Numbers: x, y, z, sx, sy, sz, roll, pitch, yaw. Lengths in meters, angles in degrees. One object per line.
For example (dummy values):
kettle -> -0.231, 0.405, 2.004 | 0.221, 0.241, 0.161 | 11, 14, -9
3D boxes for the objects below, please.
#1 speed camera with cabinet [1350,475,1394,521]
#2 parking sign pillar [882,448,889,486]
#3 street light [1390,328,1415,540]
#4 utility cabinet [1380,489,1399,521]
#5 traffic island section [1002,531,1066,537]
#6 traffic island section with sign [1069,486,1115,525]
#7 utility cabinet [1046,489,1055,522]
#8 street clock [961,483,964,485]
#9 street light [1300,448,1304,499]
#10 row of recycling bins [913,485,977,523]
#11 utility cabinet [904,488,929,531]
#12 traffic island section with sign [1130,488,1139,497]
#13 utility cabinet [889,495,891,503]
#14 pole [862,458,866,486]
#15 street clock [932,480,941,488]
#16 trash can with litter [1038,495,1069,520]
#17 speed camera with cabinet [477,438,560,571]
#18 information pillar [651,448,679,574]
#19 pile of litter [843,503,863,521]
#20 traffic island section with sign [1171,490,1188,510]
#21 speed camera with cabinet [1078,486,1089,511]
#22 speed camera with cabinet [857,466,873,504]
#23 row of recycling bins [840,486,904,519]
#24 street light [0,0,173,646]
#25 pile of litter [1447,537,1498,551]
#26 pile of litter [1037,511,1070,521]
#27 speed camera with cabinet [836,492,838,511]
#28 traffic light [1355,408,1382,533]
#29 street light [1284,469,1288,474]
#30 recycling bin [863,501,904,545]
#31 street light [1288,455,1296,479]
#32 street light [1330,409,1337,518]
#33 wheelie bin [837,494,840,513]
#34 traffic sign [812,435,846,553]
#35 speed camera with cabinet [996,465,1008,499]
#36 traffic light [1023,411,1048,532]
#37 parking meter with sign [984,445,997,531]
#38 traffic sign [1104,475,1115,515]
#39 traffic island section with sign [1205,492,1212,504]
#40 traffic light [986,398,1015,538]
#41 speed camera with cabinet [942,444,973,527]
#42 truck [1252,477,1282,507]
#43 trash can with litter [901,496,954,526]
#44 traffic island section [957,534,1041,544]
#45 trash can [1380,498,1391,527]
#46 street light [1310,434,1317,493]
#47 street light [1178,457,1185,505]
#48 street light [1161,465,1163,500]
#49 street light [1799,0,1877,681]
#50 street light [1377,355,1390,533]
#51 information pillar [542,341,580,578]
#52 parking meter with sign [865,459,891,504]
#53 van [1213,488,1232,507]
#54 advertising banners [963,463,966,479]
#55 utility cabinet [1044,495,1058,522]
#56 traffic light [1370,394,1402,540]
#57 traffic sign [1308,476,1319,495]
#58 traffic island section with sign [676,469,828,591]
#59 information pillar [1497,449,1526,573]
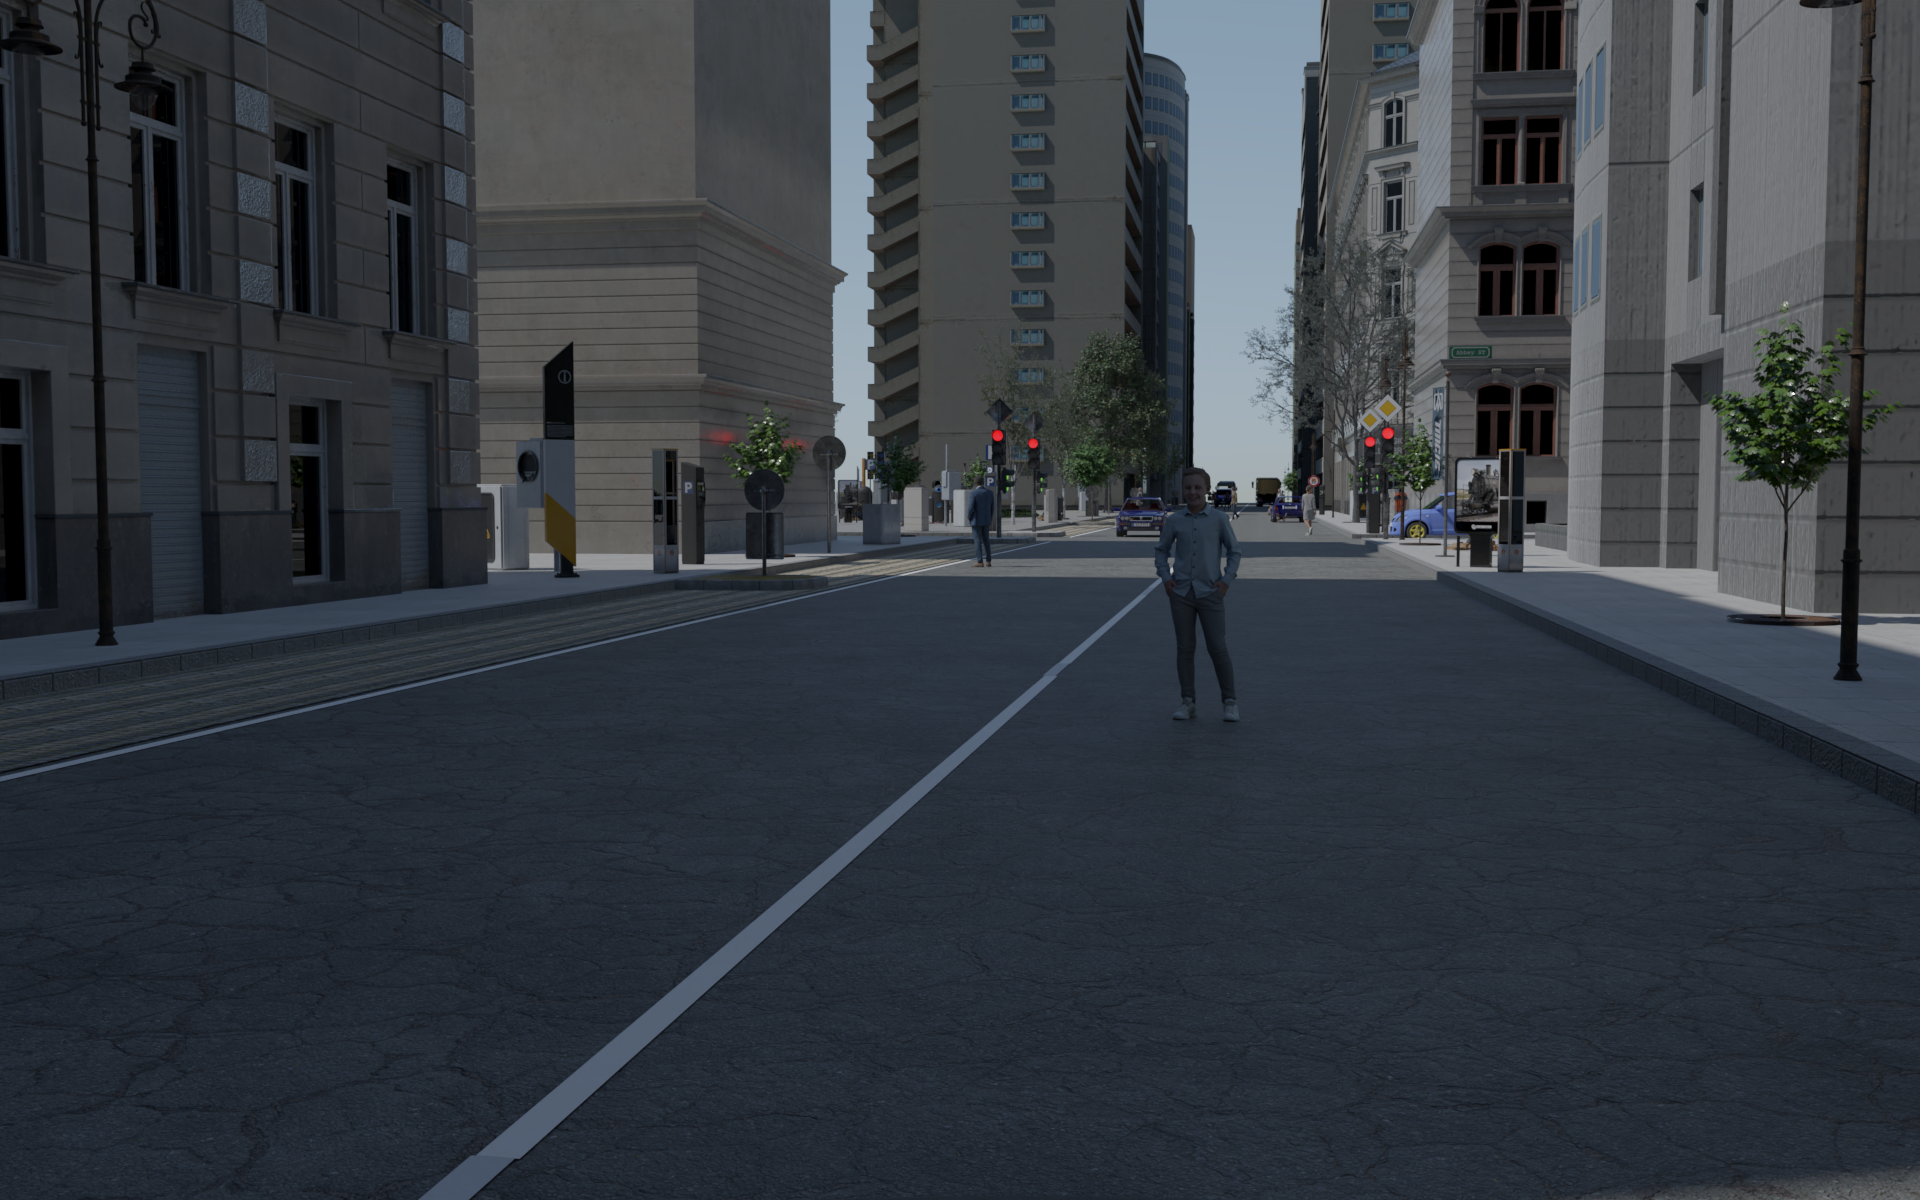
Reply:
speed camera with cabinet -> 19.904, -5.462, 83.639 | 2.038, 3.252, 0.660 | -1, 4, -12
parking sign pillar -> -4.409, -6.950, 102.106 | 1.447, 3.967, 1.447 | 0, 4, -3
street light -> 12.368, -4.617, 48.269 | 0.468, 5.910, 1.993 | 1, 4, 10
utility cabinet -> 20.308, -4.509, 82.404 | 0.318, 1.500, 1.173 | -3, 4, -37
traffic island section -> 2.488, -2.228, 58.703 | 2.009, 0.180, 2.903 | 1, 4, 10
traffic island section with sign -> 6.113, -4.340, 79.589 | 1.989, 1.847, 2.006 | 1, 4, 10
utility cabinet -> 4.055, -4.238, 77.962 | 0.318, 1.500, 1.173 | 0, 4, -3
street clock -> 0.118, -7.452, 126.413 | 0.358, 2.002, 0.471 | -2, 4, -33
street light -> 33.334, -12.007, 169.109 | 0.468, 5.910, 1.993 | 1, 4, 10
row of recycling bins -> -0.477, -4.275, 77.017 | 3.534, 1.692, 1.069 | 1, 4, 11
utility cabinet -> -1.492, -3.110, 59.533 | 0.318, 1.500, 1.173 | -2, 4, -33
traffic island section with sign -> 10.897, -6.027, 107.176 | 1.989, 1.847, 2.006 | 1, 4, 10
utility cabinet -> -5.187, -6.439, 116.433 | 1.020, 1.237, 0.306 | -1, 4, -9
pole -> -5.457, -6.389, 98.297 | 0.158, 3.312, 0.155 | 0, 3, 0
street clock -> -1.252, -5.348, 92.003 | 0.358, 2.002, 0.471 | 3, 5, 43
trash can with litter -> 4.632, -4.619, 86.574 | 2.233, 1.210, 1.678 | -3, 5, -44
speed camera with cabinet -> -7.435, -2.122, 29.036 | 2.038, 3.252, 0.660 | 3, 5, 40
information pillar -> -4.761, -1.437, 27.995 | 0.304, 2.012, 0.304 | 3, 4, 39
pile of litter -> -5.175, -4.251, 83.472 | 1.176, 0.858, 1.719 | 2, 4, 27
traffic island section with sign -> 19.579, -9.088, 157.219 | 1.989, 1.847, 2.006 | 1, 4, 10
speed camera with cabinet -> 9.447, -8.461, 132.668 | 0.660, 3.252, 2.038 | 0, 4, -3
speed camera with cabinet -> -6.641, -7.817, 122.140 | 0.660, 3.252, 2.038 | -3, 5, -44
row of recycling bins -> -4.390, -4.982, 88.572 | 3.534, 1.692, 1.069 | 0, 4, 1
street light -> -7.241, -2.552, 14.519 | 0.468, 5.910, 1.993 | 1, 4, 10
pile of litter -> 11.776, -1.560, 39.477 | 1.176, 0.858, 1.719 | 0, 4, -5
pile of litter -> 4.862, -4.578, 88.811 | 1.719, 0.858, 1.176 | 0, 4, 6
speed camera with cabinet -> -8.517, -8.511, 133.486 | 2.038, 3.252, 0.660 | 1, 4, 11
traffic light -> 13.379, -4.146, 56.703 | 0.839, 4.253, 0.868 | 1, 4, 10
street light -> 47.513, -16.999, 250.715 | 0.468, 5.910, 1.993 | 1, 4, 10
recycling bin -> -2.005, -1.944, 44.346 | 0.722, 1.027, 0.722 | 3, 5, 40
street light -> 41.235, -14.774, 214.335 | 0.468, 5.910, 1.993 | 1, 4, 10
street light -> 20.276, -7.411, 93.956 | 0.468, 5.910, 1.993 | 1, 4, 10
wheelie bin -> -7.283, -6.133, 108.188 | 0.693, 1.594, 0.980 | 3, 4, 37
traffic sign -> -2.848, -2.294, 37.619 | 0.768, 2.556, 0.104 | 1, 4, 14
speed camera with cabinet -> 1.204, -5.151, 78.547 | 2.038, 3.252, 0.660 | -2, 4, -32
traffic light -> 2.526, -4.259, 58.562 | 0.839, 4.253, 0.868 | 1, 4, 10
parking meter with sign -> 1.066, -3.916, 60.289 | 0.543, 3.016, 1.738 | 0, 4, 8
traffic sign -> 9.223, -6.554, 107.261 | 0.768, 2.556, 0.104 | 1, 4, 16
traffic island section with sign -> 38.284, -15.690, 265.152 | 1.989, 1.847, 2.006 | 1, 4, 10
traffic light -> 1.162, -3.778, 50.694 | 0.839, 4.253, 0.868 | 1, 4, 10
speed camera with cabinet -> -0.031, -4.525, 68.316 | 0.660, 3.252, 2.038 | -2, 4, -27
truck -> 35.446, -12.462, 199.674 | 3.469, 3.379, 9.791 | 1, 4, 8
trash can with litter -> -1.140, -3.891, 74.667 | 1.678, 1.210, 2.233 | -3, 5, -40
traffic island section -> 1.124, -1.746, 50.835 | 2.009, 0.180, 2.903 | 1, 4, 10
trash can -> 16.665, -3.471, 68.407 | 0.748, 1.137, 0.748 | 0, 3, 0
street light -> 26.994, -9.783, 132.740 | 0.468, 5.910, 1.993 | 1, 4, 10
street light -> 27.890, -14.906, 216.504 | 0.468, 5.910, 1.993 | 1, 4, 10
street light -> 19.948, -12.121, 170.960 | 0.468, 5.910, 1.993 | 1, 4, 10
street light -> 6.127, -2.384, 11.773 | 0.468, 5.910, 1.993 | 1, 4, 10
street light -> 14.105, -5.185, 57.557 | 0.468, 5.910, 1.993 | 1, 4, 10
information pillar -> -6.108, -2.147, 26.466 | 0.504, 3.616, 0.183 | -2, 4, -34
parking meter with sign -> -3.958, -5.469, 85.685 | 0.543, 3.016, 1.738 | -3, 4, -38
van -> 28.855, -11.293, 189.030 | 2.240, 2.365, 5.245 | 1, 4, 12
advertising banners -> 0.470, -6.249, 98.362 | 0.090, 3.025, 2.074 | 1, 4, 16
utility cabinet -> 4.193, -4.198, 79.798 | 0.306, 1.237, 1.020 | -1, 4, -19
traffic light -> 12.015, -3.664, 48.835 | 0.839, 4.253, 0.868 | 1, 4, 10
traffic sign -> 24.271, -7.262, 118.842 | 0.768, 2.556, 0.104 | 1, 4, 19
traffic island section with sign -> -3.099, -1.093, 26.498 | 1.989, 1.847, 2.006 | 1, 4, 10
information pillar -> 9.040, -1.462, 28.395 | 0.304, 2.012, 0.304 | -1, 4, -22
